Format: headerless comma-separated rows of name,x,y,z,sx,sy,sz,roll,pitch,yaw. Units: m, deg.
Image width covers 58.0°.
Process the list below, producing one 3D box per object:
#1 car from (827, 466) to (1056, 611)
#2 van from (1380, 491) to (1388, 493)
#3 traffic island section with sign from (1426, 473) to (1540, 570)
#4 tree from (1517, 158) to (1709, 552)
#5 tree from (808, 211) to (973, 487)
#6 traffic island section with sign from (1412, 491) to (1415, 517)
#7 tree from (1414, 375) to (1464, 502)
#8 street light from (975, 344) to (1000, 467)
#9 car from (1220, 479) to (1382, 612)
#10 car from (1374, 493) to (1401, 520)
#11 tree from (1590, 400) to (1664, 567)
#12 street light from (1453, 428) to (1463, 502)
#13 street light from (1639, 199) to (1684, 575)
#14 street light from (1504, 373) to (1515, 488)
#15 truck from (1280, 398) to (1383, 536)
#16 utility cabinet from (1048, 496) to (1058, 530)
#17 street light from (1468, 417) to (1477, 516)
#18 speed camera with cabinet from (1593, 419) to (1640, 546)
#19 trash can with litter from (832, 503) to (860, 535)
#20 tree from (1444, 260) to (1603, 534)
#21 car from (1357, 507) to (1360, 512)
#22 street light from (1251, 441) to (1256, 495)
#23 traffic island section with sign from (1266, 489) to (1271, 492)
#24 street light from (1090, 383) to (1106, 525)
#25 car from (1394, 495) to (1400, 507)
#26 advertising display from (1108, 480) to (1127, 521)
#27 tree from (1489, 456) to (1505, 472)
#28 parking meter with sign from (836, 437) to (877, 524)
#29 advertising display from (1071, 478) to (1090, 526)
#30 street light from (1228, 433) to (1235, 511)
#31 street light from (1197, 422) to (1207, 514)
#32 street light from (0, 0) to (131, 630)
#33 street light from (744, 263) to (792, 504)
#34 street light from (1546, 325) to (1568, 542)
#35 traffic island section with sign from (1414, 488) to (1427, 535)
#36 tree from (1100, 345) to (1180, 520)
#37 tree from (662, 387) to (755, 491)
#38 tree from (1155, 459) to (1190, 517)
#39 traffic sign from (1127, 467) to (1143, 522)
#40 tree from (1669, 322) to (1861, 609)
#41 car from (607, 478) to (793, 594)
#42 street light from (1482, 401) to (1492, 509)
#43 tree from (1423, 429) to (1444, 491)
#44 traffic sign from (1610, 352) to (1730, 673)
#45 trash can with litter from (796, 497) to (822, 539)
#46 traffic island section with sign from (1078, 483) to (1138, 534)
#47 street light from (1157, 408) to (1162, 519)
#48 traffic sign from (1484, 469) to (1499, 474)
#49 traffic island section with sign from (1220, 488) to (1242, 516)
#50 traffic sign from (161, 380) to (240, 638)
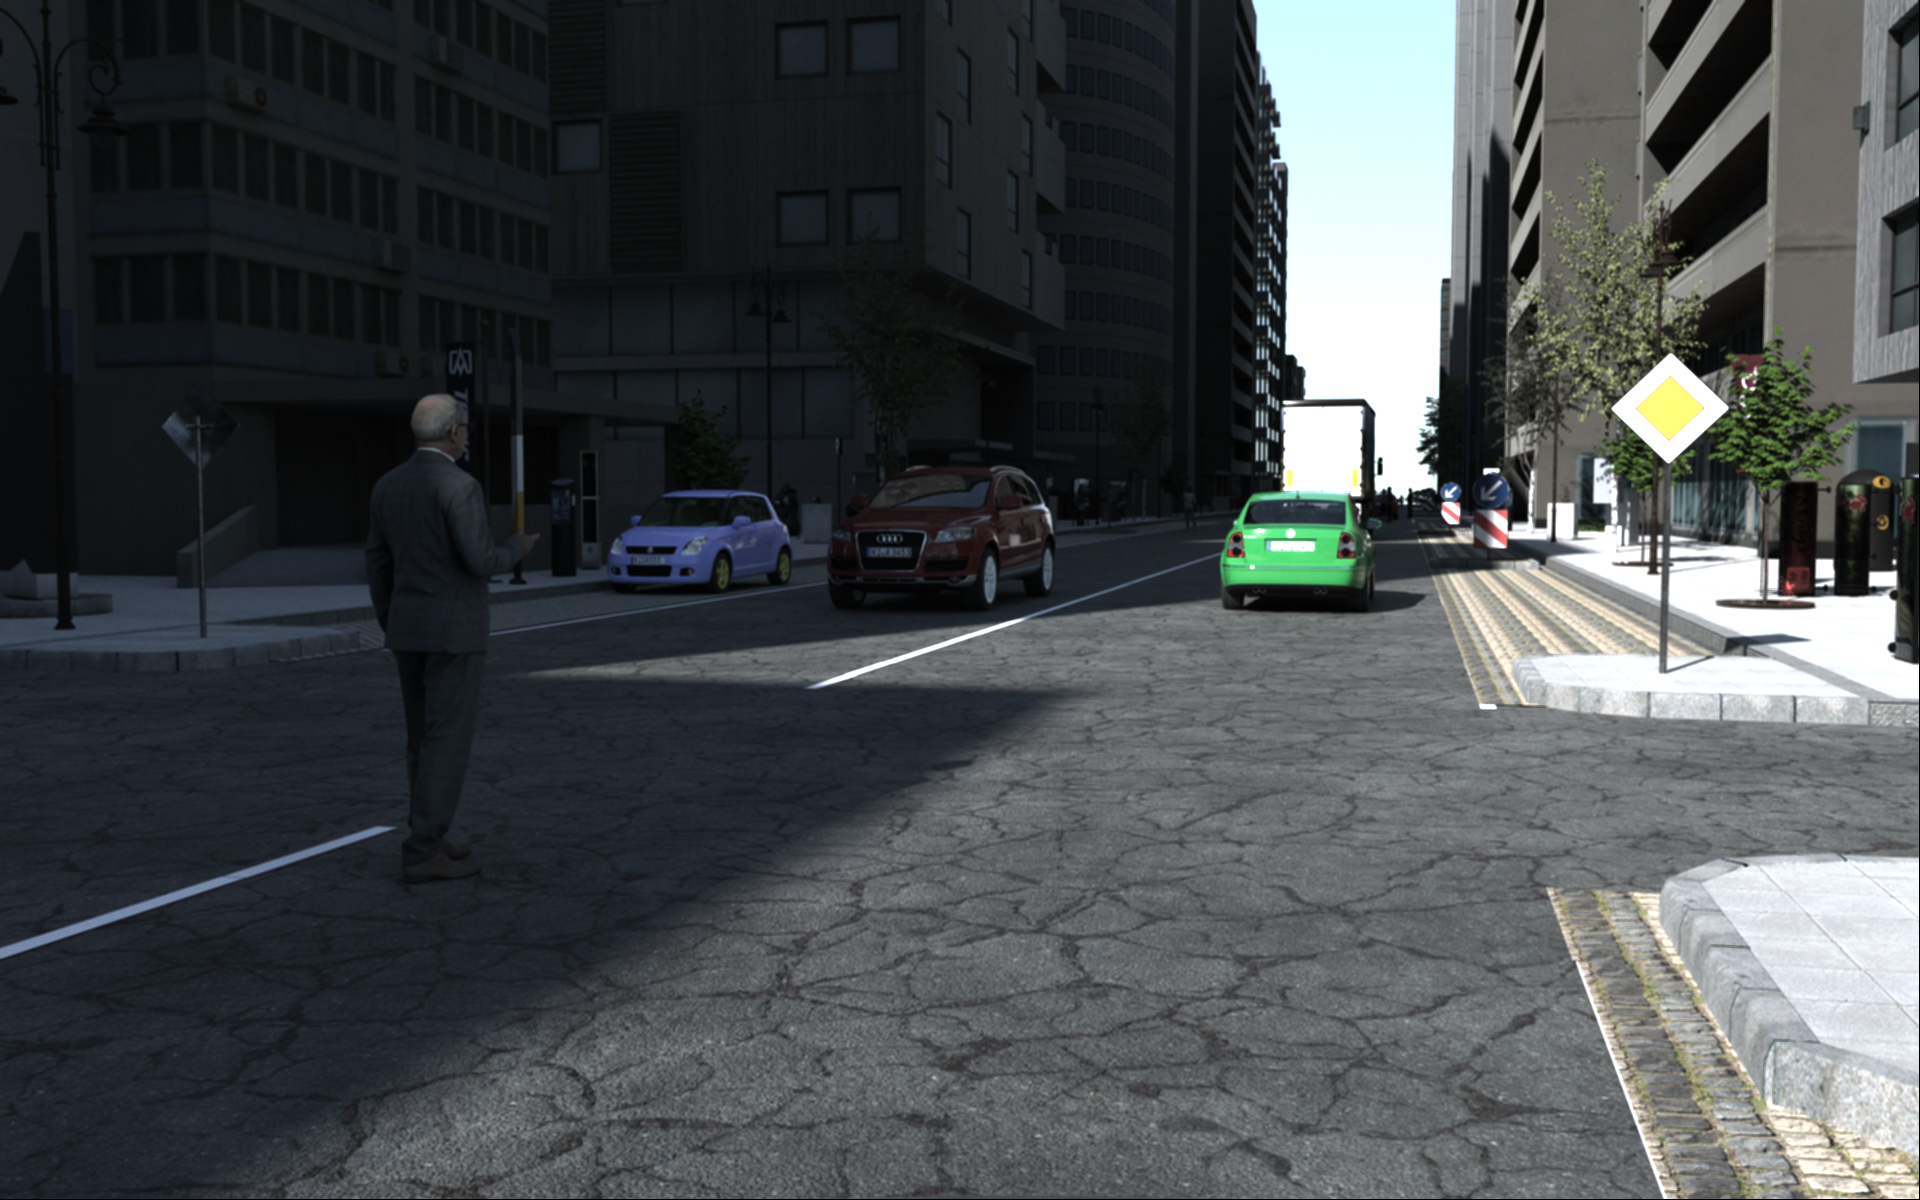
car,-0.131,-0.881,23.073,2.281,1.827,5.304,1,4,16
van,52.303,-12.584,212.757,2.013,2.044,4.112,1,4,14
traffic island section with sign,10.186,-1.535,33.732,1.989,1.847,2.006,1,4,14
tree,14.361,-5.351,37.848,4.737,8.622,4.395,0,3,0
tree,-1.838,-5.853,46.066,4.737,8.622,4.395,0,3,0
traffic island section with sign,29.457,-6.152,109.210,1.989,1.847,2.006,1,4,14
tree,47.438,-15.146,165.769,7.486,12.596,7.792,0,3,0
street light,0.850,-4.933,53.444,0.468,5.910,1.993,1,4,14
car,4.476,-0.843,22.577,1.959,1.807,4.718,1,4,15
car,23.994,-5.476,98.579,2.155,1.783,4.494,1,4,13
tree,12.362,-2.222,30.929,1.663,3.219,1.824,0,3,0
street light,34.919,-9.063,120.968,0.468,5.910,1.993,1,4,14
street light,11.059,-3.344,27.457,0.468,5.910,1.993,1,4,14
street light,20.767,-5.670,65.491,0.468,5.910,1.993,1,4,14
truck,12.181,-4.133,56.485,2.839,4.237,11.283,1,4,15
utility cabinet,3.310,-3.082,61.558,0.306,1.237,1.020,0,4,5
street light,30.262,-7.926,102.377,0.468,5.910,1.993,1,4,14
speed camera with cabinet,16.157,-2.952,42.597,0.660,3.252,2.038,3,4,36
trash can with litter,-3.344,-2.473,51.820,1.055,1.170,0.624,2,4,27
tree,18.500,-6.441,55.679,4.360,8.622,3.978,0,3,0
car,9.024,-2.125,43.547,1.959,1.807,4.718,1,4,15
street light,24.939,-10.686,147.502,0.468,5.910,1.993,1,4,14
traffic island section with sign,24.548,-7.910,137.954,1.989,1.847,2.006,1,4,14
street light,5.731,-6.075,72.115,0.468,5.910,1.993,1,4,14
car,33.335,-7.536,135.214,2.014,1.417,4.499,1,4,15
advertising display,7.492,-4.720,82.384,0.974,1.923,0.123,-2,4,-24
tree,27.491,-5.734,88.359,1.663,3.219,1.824,0,3,0
parking meter with sign,-2.933,-3.503,53.541,1.738,3.016,0.543,-1,4,-16
advertising display,4.854,-3.939,69.615,0.974,1.923,0.123,-3,5,-43
street light,20.007,-9.495,128.024,0.468,5.910,1.993,1,4,14
street light,15.259,-8.359,109.457,0.468,5.910,1.993,1,4,14
street light,-8.502,-2.660,16.273,0.468,5.910,1.993,1,4,14
street light,-3.839,-3.797,34.861,0.468,5.910,1.993,1,4,14
street light,15.870,-4.486,46.136,0.468,5.910,1.993,1,4,14
traffic island section with sign,17.071,-3.186,60.724,1.989,1.847,2.006,1,4,14
tree,9.112,-8.317,86.339,4.737,8.622,4.395,0,3,0
tree,-4.765,-2.249,31.375,1.663,3.219,1.824,0,3,0
tree,12.138,-6.315,97.846,1.663,3.219,1.824,0,3,0
traffic sign,8.058,-4.891,80.077,0.768,2.556,0.104,2,4,24
tree,9.293,-1.528,19.591,1.663,3.219,1.824,0,3,0
car,-3.874,-1.003,25.988,1.945,1.707,3.694,1,4,16
street light,25.582,-6.817,84.247,0.468,5.910,1.993,1,4,14
tree,48.289,-13.610,172.880,4.360,8.622,3.978,0,3,0
traffic sign,5.031,-0.532,12.340,0.795,2.450,0.064,1,4,14
trash can with litter,-4.224,-2.354,49.552,1.678,1.210,2.233,0,4,1
traffic island section with sign,5.426,-3.331,63.093,1.989,1.847,2.006,1,4,14
street light,10.414,-7.199,90.490,0.468,5.910,1.993,1,4,14
traffic sign,21.423,-4.142,69.849,0.606,2.300,0.079,2,4,23
traffic island section with sign,17.884,-6.312,111.832,1.989,1.847,2.006,1,4,14
traffic sign,-6.731,-0.716,15.355,0.795,2.450,0.064,1,4,14
